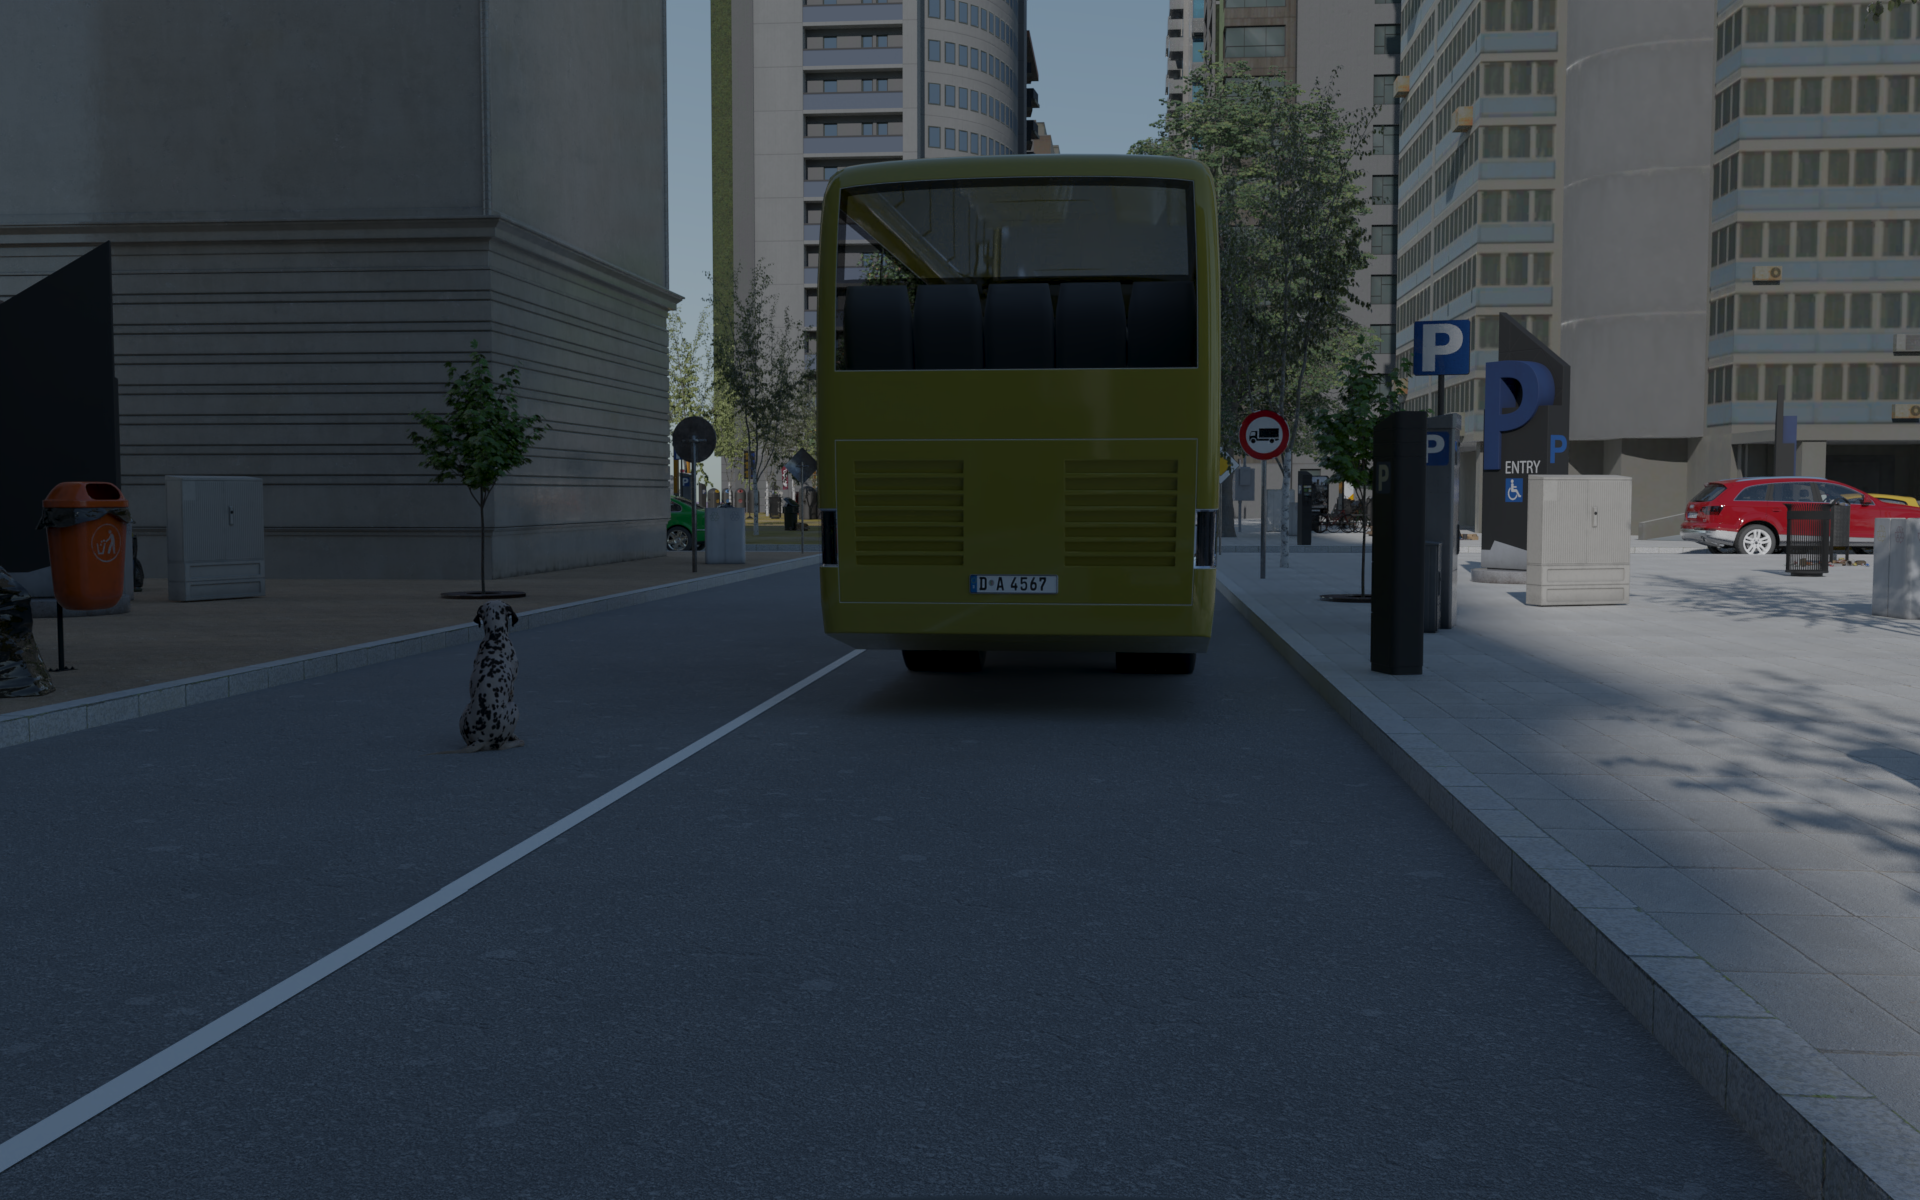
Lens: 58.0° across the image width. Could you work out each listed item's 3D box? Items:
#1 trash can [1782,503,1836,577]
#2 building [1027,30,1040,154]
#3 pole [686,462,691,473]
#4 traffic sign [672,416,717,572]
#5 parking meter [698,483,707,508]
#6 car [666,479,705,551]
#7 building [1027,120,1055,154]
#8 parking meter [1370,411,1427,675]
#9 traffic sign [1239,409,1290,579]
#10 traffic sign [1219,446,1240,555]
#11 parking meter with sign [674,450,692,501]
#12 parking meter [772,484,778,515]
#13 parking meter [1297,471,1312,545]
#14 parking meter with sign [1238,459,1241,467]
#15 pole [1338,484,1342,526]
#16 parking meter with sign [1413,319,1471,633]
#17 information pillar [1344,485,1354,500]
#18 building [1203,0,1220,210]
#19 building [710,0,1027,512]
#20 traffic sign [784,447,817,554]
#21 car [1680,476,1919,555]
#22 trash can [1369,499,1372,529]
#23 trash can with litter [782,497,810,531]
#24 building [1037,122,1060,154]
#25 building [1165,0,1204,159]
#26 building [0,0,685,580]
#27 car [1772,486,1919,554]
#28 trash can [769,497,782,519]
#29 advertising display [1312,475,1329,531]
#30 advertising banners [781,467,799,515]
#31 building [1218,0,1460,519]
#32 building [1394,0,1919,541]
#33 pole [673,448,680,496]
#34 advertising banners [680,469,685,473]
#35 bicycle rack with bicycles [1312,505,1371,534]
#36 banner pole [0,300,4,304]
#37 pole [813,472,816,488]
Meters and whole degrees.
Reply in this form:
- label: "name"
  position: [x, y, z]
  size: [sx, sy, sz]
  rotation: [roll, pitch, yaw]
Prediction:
- label: "trash can"
  position: [13.189, -0.935, 26.944]
  size: [0.748, 1.137, 0.748]
  rotation: [0, 3, 0]
- label: "building"
  position: [-3.956, -31.098, 163.081]
  size: [22.147, 44.769, 28.867]
  rotation: [0, 4, 5]
- label: "pole"
  position: [-11.265, -4.766, 71.763]
  size: [0.158, 3.312, 0.155]
  rotation: [0, 3, 0]
- label: "traffic sign"
  position: [-4.350, -1.725, 28.315]
  size: [0.768, 2.556, 0.104]
  rotation: [1, 4, 12]
- label: "parking meter"
  position: [-13.485, -5.203, 90.786]
  size: [0.255, 1.863, 0.399]
  rotation: [3, 5, 41]
- label: "car"
  position: [-8.001, -2.047, 42.259]
  size: [4.718, 1.807, 1.959]
  rotation: [0, 4, 5]
- label: "building"
  position: [4.446, -34.356, 211.831]
  size: [14.600, 45.320, 14.200]
  rotation: [0, 4, 5]
- label: "parking meter"
  position: [3.137, -0.410, 12.408]
  size: [0.255, 1.863, 0.399]
  rotation: [-1, 4, -12]
- label: "traffic sign"
  position: [4.595, -1.596, 26.194]
  size: [0.768, 2.556, 0.104]
  rotation: [1, 4, 14]
- label: "traffic sign"
  position: [5.465, -2.001, 36.364]
  size: [0.795, 2.450, 0.064]
  rotation: [0, 4, 5]
- label: "parking meter with sign"
  position: [-9.616, -3.981, 61.344]
  size: [0.543, 3.016, 1.738]
  rotation: [0, 4, 7]
- label: "parking meter"
  position: [-11.213, -6.073, 105.006]
  size: [0.255, 1.863, 0.399]
  rotation: [-2, 4, -31]
- label: "parking meter"
  position: [8.648, -2.308, 43.452]
  size: [0.255, 1.863, 0.399]
  rotation: [-1, 4, -11]
- label: "parking meter with sign"
  position: [12.982, -5.471, 85.714]
  size: [1.738, 3.016, 0.543]
  rotation: [1, 4, 16]
- label: "pole"
  position: [15.221, -4.603, 69.094]
  size: [0.158, 3.312, 0.155]
  rotation: [0, 3, 0]
- label: "parking meter with sign"
  position: [4.549, -1.250, 16.694]
  size: [0.543, 3.016, 1.738]
  rotation: [1, 4, 20]
- label: "information pillar"
  position: [19.214, -5.761, 85.553]
  size: [0.504, 3.616, 0.183]
  rotation: [3, 5, 39]
- label: "building"
  position: [26.383, -42.130, 127.076]
  size: [20.563, 71.187, 20.611]
  rotation: [0, 4, 5]
- label: "building"
  position: [-6.116, -36.221, 134.211]
  size: [21.231, 58.520, 28.212]
  rotation: [0, 4, 5]
- label: "traffic sign"
  position: [-3.387, -2.054, 37.224]
  size: [0.795, 2.450, 0.064]
  rotation: [0, 4, 5]
- label: "car"
  position: [18.671, -1.794, 38.002]
  size: [5.304, 1.827, 2.281]
  rotation: [0, 4, 4]
- label: "trash can"
  position: [13.353, -2.652, 55.015]
  size: [0.748, 1.137, 0.748]
  rotation: [0, 3, 0]
- label: "trash can with litter"
  position: [-5.692, -3.004, 60.497]
  size: [1.055, 1.170, 0.624]
  rotation: [2, 4, 33]
- label: "building"
  position: [2.769, -37.082, 229.987]
  size: [21.300, 48.544, 21.600]
  rotation: [0, 4, 5]
- label: "building"
  position: [29.375, -32.628, 153.068]
  size: [23.786, 49.044, 30.456]
  rotation: [0, 4, 5]
- label: "building"
  position: [-16.212, -11.919, 31.032]
  size: [21.152, 22.565, 11.583]
  rotation: [0, 4, 5]
- label: "car"
  position: [20.351, -1.828, 40.108]
  size: [3.980, 1.641, 2.015]
  rotation: [0, 4, 7]
- label: "trash can"
  position: [-9.547, -4.762, 89.512]
  size: [0.748, 1.137, 0.748]
  rotation: [0, 3, 0]
- label: "advertising display"
  position: [12.318, -3.361, 60.161]
  size: [0.974, 1.923, 0.123]
  rotation: [2, 4, 25]
- label: "advertising banners"
  position: [-10.192, -6.801, 107.377]
  size: [2.074, 3.025, 0.090]
  rotation: [2, 4, 24]
- label: "building"
  position: [21.159, -19.798, 95.402]
  size: [14.160, 30.474, 14.107]
  rotation: [0, 4, 5]
- label: "building"
  position: [28.660, -22.521, 60.106]
  size: [23.993, 40.220, 32.217]
  rotation: [0, 4, 5]
- label: "pole"
  position: [-10.160, -4.171, 62.041]
  size: [0.158, 3.312, 0.155]
  rotation: [0, 3, 0]
- label: "advertising banners"
  position: [-20.155, -7.668, 121.563]
  size: [2.074, 3.025, 0.090]
  rotation: [0, 4, 3]
- label: "bicycle rack with bicycles"
  position: [12.717, -2.692, 57.404]
  size: [2.925, 0.926, 2.852]
  rotation: [0, 4, -6]
- label: "banner pole"
  position: [-12.486, -1.972, 22.258]
  size: [0.401, 3.779, 0.863]
  rotation: [2, 4, 26]
- label: "pole"
  position: [-9.097, -6.993, 108.179]
  size: [0.158, 3.312, 0.155]
  rotation: [0, 3, 0]
